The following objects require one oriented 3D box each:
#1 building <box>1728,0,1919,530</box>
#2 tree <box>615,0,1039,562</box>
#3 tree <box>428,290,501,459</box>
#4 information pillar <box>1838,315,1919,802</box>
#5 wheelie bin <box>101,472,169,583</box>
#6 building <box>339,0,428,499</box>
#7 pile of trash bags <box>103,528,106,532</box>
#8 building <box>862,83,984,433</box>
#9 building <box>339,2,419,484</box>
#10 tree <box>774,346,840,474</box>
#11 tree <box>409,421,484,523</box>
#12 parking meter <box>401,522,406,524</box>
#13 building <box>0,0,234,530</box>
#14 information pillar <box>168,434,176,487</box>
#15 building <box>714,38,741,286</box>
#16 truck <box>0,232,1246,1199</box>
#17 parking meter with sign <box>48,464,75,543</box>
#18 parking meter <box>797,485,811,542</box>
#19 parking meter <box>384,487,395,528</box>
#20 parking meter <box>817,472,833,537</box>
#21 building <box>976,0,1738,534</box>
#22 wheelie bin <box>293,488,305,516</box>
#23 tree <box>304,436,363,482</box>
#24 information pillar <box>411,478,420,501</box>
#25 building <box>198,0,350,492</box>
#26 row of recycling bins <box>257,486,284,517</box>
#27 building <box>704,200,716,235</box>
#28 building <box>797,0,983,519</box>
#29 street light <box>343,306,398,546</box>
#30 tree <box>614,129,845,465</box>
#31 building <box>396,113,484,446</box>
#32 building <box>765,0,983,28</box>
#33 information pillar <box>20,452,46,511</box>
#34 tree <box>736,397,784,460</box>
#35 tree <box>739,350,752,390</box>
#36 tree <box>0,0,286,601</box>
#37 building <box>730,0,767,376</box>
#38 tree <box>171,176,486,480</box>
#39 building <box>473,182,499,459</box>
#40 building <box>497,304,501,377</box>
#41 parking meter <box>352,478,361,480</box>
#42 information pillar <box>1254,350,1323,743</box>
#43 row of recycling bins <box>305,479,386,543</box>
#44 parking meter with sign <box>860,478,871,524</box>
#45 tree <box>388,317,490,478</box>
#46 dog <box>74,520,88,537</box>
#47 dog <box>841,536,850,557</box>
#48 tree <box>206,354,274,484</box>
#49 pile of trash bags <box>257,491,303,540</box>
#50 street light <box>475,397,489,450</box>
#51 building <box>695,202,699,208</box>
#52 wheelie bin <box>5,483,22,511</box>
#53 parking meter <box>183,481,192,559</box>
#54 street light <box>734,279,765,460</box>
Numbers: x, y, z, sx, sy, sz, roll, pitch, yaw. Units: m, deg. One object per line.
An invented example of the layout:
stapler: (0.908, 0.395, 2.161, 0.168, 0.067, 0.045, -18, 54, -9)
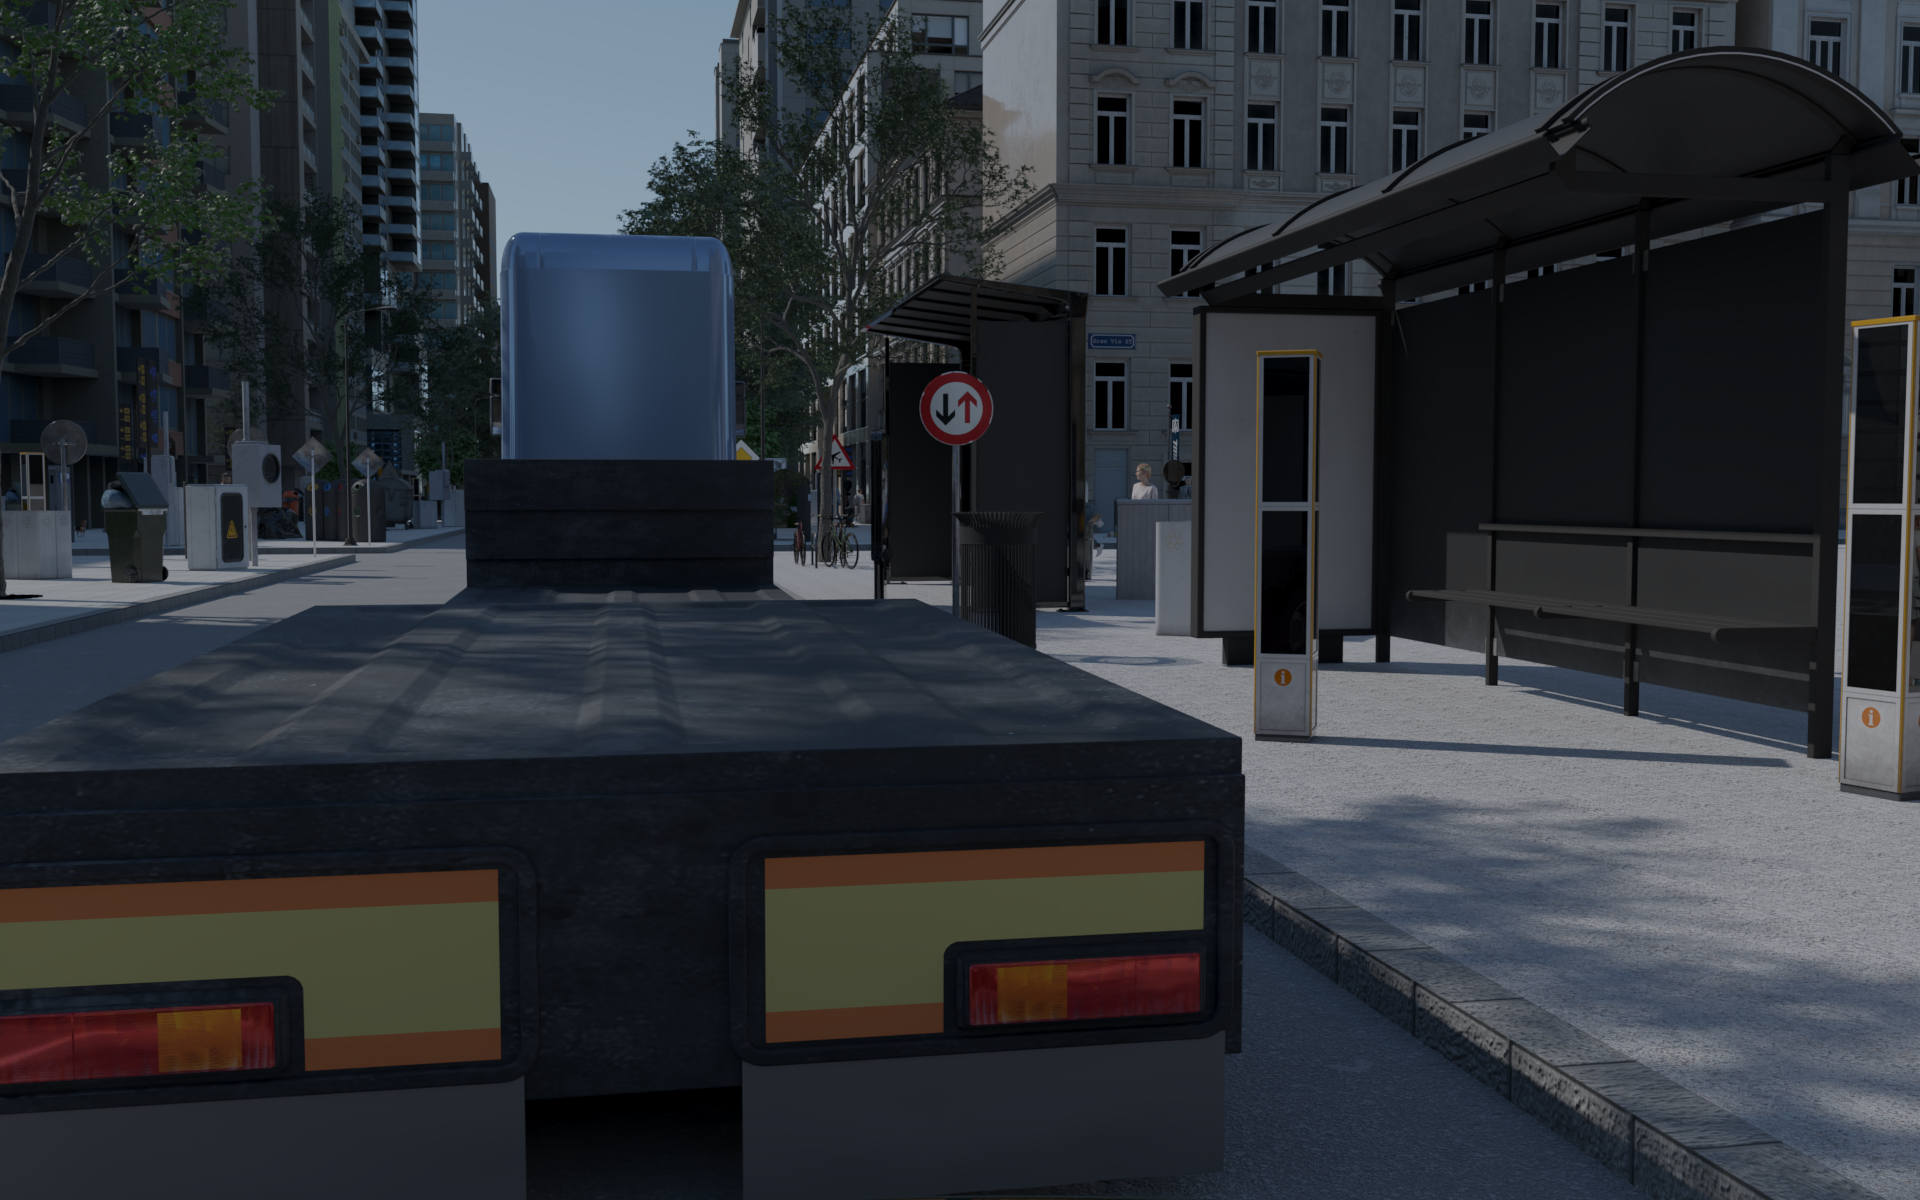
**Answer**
building: (36.273, -17.257, 68.051, 20.117, 28.700, 13.634, -1, 4, -11)
tree: (-2.629, -5.968, 31.985, 8.767, 10.594, 7.601, 1, 4, 8)
tree: (-29.047, -12.437, 110.000, 9.857, 13.997, 8.962, 0, 3, 0)
information pillar: (3.983, -0.174, 7.341, 0.304, 2.012, 0.304, -2, 4, -25)
wheelie bin: (-12.005, -1.055, 25.157, 0.693, 1.594, 0.980, 1, 4, 17)
building: (-58.074, -51.250, 150.617, 22.319, 86.520, 31.000, -1, 4, -11)
pile of trash bags: (-27.046, -2.938, 57.785, 3.447, 1.369, 1.912, 3, 4, 38)
building: (2.165, -13.053, 78.037, 10.561, 19.102, 19.286, -1, 4, -11)
building: (-56.217, -26.385, 123.278, 32.217, 40.220, 23.993, -1, 4, -11)
tree: (-8.113, -8.247, 85.199, 4.360, 8.622, 3.978, 0, 3, 0)
tree: (-22.836, -5.717, 77.181, 4.285, 4.588, 4.351, 0, 3, 0)
parking meter: (-23.836, -4.169, 73.882, 0.255, 1.863, 0.399, 1, 4, 21)
building: (-43.012, -25.394, 69.811, 22.147, 44.769, 28.867, -1, 4, -11)
information pillar: (-29.095, -4.432, 63.825, 0.183, 3.616, 0.504, 1, 4, 17)
building: (-21.516, -41.973, 228.255, 21.231, 58.520, 28.212, -1, 4, -11)
truck: (-2.418, -1.381, 12.337, 2.967, 4.110, 18.799, -1, 4, -11)
parking meter with sign: (-23.996, -3.059, 46.276, 0.543, 3.016, 1.738, -3, 5, -43)
parking meter: (-4.178, -2.320, 46.338, 0.372, 1.533, 0.369, 0, 3, 0)
parking meter: (-21.917, -3.722, 66.563, 0.255, 1.863, 0.399, 1, 4, 18)
parking meter: (-3.646, -2.516, 46.849, 0.255, 1.863, 0.399, 3, 5, 44)
building: (13.824, -16.259, 63.101, 25.104, 27.353, 12.463, -1, 4, -11)
wheelie bin: (-33.718, -4.912, 88.213, 0.693, 1.594, 0.980, -3, 5, -44)
tree: (-33.187, -6.646, 92.375, 4.285, 4.588, 4.351, 0, 3, 0)
information pillar: (-25.142, -4.616, 79.962, 0.304, 2.012, 0.304, -3, 4, -37)
building: (-43.830, -25.453, 99.752, 14.154, 41.232, 14.086, -1, 4, -11)
row of recycling bins: (-26.371, -3.563, 65.362, 1.069, 1.692, 3.534, 0, 4, -6)
building: (-29.709, -36.606, 248.615, 14.600, 45.320, 14.200, -1, 4, -11)
building: (1.507, -18.370, 104.870, 19.350, 26.468, 34.151, -1, 4, -11)
street light: (-14.596, -4.304, 42.910, 1.470, 5.913, 1.316, -1, 4, -11)
tree: (-8.478, -9.521, 62.317, 9.857, 13.997, 8.962, 0, 3, 0)
building: (-72.016, -36.597, 217.963, 23.786, 49.044, 30.456, -1, 4, -11)
building: (-5.733, -36.917, 145.593, 21.231, 58.520, 28.212, -1, 4, -11)
information pillar: (-16.461, -1.608, 30.786, 0.304, 2.012, 0.304, 3, 5, 41)
tree: (-6.883, -4.234, 52.944, 4.285, 4.588, 4.351, 0, 3, 0)
tree: (-14.960, -10.916, 95.484, 9.611, 12.733, 9.660, 0, 3, 0)
tree: (-11.775, -5.808, 20.714, 9.928, 11.665, 9.643, 0, 3, 0)
building: (-7.713, -35.810, 174.730, 28.713, 52.752, 27.495, -1, 4, -11)
tree: (-18.153, -7.117, 50.782, 8.767, 10.594, 7.601, -3, 4, -39)
building: (-71.833, -36.130, 240.833, 14.600, 45.320, 14.200, -1, 4, -11)
building: (-74.026, -29.575, 255.255, 14.160, 30.474, 14.107, -1, 4, -11)
parking meter: (-21.590, -3.457, 62.234, 0.399, 1.863, 0.255, 1, 4, 12)
information pillar: (1.710, -0.278, 9.034, 0.304, 2.012, 0.304, 1, 4, 17)
row of recycling bins: (-16.710, -2.446, 47.101, 3.534, 1.692, 1.069, 3, 5, 44)
parking meter with sign: (-3.475, -4.754, 73.994, 1.738, 3.016, 0.543, -3, 5, -43)
tree: (-21.281, -7.378, 70.988, 4.360, 8.622, 3.978, 0, 3, 0)
dog: (-26.106, -2.111, 51.339, 0.540, 0.507, 0.406, -1, 4, -15)
dog: (-2.499, -1.111, 34.997, 0.540, 0.507, 0.406, -1, 4, -22)
tree: (-37.682, -8.506, 89.430, 4.360, 8.622, 3.978, 0, 3, 0)
pile of trash bags: (-19.969, -2.473, 50.187, 1.912, 1.369, 3.447, 0, 4, 1)
street light: (-22.250, -6.675, 81.669, 1.470, 5.913, 1.316, -1, 4, -11)
building: (-30.275, -39.322, 266.619, 21.300, 48.544, 21.600, -1, 4, -11)
wheelie bin: (-26.016, -2.455, 48.050, 0.693, 1.594, 0.980, 1, 4, 19)
parking meter: (-15.179, -1.585, 34.331, 0.372, 1.533, 0.369, 0, 3, 0)
street light: (-4.740, -3.932, 36.835, 1.470, 5.913, 1.316, -1, 4, -11)
